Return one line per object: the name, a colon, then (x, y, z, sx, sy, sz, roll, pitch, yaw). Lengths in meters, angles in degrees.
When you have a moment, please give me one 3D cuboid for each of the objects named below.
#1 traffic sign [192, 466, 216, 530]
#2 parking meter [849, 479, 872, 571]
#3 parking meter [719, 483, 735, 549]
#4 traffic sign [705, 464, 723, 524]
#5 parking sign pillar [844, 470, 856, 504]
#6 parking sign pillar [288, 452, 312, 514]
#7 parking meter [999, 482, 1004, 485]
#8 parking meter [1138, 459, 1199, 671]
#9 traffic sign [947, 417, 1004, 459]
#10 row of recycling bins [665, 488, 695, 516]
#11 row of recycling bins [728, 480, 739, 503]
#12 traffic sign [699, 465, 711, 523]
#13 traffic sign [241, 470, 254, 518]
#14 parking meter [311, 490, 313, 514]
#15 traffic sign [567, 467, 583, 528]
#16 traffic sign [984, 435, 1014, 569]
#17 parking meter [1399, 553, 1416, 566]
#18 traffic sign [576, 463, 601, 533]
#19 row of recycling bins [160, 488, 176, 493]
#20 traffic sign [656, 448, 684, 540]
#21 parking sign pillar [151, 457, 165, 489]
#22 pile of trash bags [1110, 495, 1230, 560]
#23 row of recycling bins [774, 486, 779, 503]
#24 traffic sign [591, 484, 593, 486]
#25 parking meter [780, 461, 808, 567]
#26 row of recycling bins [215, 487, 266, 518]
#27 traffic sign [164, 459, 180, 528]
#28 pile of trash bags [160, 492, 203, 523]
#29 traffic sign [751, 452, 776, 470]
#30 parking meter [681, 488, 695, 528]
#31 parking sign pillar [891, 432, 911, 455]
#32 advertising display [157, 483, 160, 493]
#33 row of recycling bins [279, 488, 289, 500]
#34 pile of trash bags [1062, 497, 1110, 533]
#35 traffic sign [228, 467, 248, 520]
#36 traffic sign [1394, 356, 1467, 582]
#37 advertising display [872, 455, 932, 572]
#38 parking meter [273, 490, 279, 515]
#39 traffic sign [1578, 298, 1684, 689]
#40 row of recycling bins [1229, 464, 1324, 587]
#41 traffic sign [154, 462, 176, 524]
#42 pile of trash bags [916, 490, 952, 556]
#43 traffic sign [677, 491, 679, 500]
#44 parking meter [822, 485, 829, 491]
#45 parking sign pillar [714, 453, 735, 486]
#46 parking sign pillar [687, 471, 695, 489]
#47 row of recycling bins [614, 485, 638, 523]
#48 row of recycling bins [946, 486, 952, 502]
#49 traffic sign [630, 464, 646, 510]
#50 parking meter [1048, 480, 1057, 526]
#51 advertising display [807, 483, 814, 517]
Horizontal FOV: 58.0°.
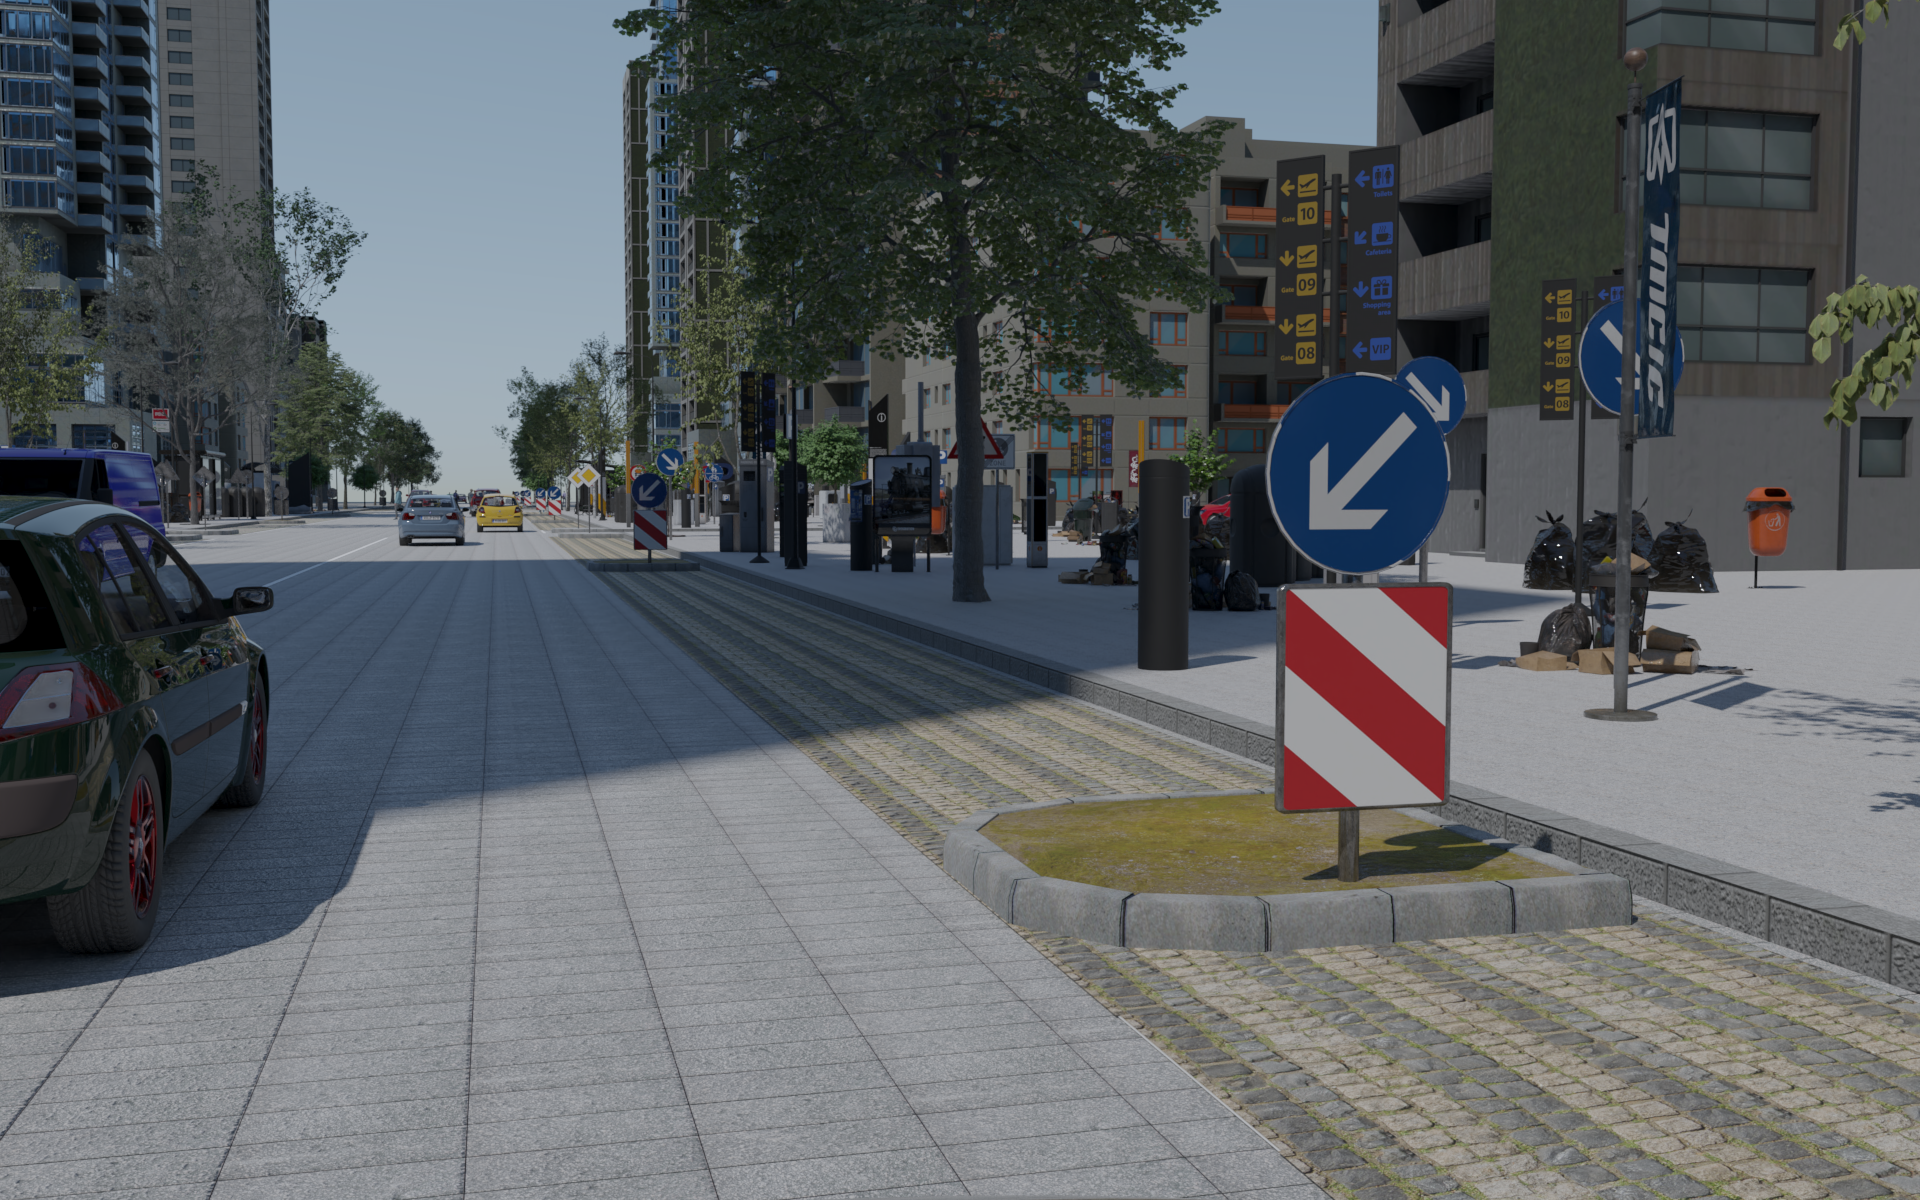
traffic sign: (-26.692, -3.521, 61.212, 0.795, 2.450, 0.064, -1, 4, -15)
parking meter: (-1.654, -1.259, 29.003, 0.372, 1.533, 0.369, 0, 3, 0)
parking meter: (-5.444, -1.963, 40.502, 0.372, 1.533, 0.369, 0, 3, 0)
traffic sign: (-10.400, -4.475, 73.276, 0.768, 2.556, 0.104, -1, 4, -9)
parking sign pillar: (-5.114, -5.655, 80.929, 1.447, 3.967, 1.447, -1, 4, -13)
parking sign pillar: (-42.228, -7.478, 110.735, 1.447, 3.967, 1.447, -1, 4, -12)
parking meter: (1.770, -4.288, 75.815, 0.399, 1.863, 0.255, 0, 4, -5)
parking meter: (1.493, -0.262, 12.699, 0.372, 1.533, 0.369, 0, 3, 0)
traffic sign: (0.230, -1.610, 26.333, 0.884, 2.594, 0.081, -1, 4, -12)
row of recycling bins: (-16.614, -5.726, 100.727, 3.534, 1.692, 1.069, 0, 4, -5)
row of recycling bins: (-6.776, -2.872, 54.071, 1.069, 1.692, 3.534, 0, 4, -4)
traffic sign: (-11.305, -4.722, 77.310, 0.768, 2.556, 0.104, -1, 4, -14)
traffic sign: (-37.419, -5.553, 90.892, 0.768, 2.556, 0.104, 0, 4, -5)
parking meter: (-42.539, -6.416, 113.318, 0.372, 1.533, 0.369, 0, 3, 0)
traffic sign: (-14.228, -3.723, 64.510, 0.795, 2.450, 0.064, -1, 4, -15)
traffic sign: (0.632, -1.668, 29.394, 0.606, 2.300, 0.079, -1, 4, -12)
parking meter: (7.987, -1.558, 31.179, 0.399, 1.863, 0.255, 3, 5, 44)
traffic sign: (-12.166, -3.251, 56.795, 0.795, 2.450, 0.064, -1, 4, -15)
row of recycling bins: (-53.232, -6.814, 118.528, 1.069, 1.692, 3.534, 2, 4, 29)
traffic sign: (-8.039, -2.934, 48.082, 0.768, 2.556, 0.104, -1, 4, -13)
parking sign pillar: (-57.592, -8.327, 124.619, 1.447, 3.967, 1.447, 2, 4, 27)
pile of trash bags: (4.973, -1.489, 34.102, 3.447, 1.369, 1.912, -1, 4, -21)
row of recycling bins: (-10.385, -5.086, 90.270, 1.069, 1.692, 3.534, -2, 4, -35)
traffic sign: (-24.311, -7.047, 115.224, 0.884, 2.594, 0.081, 0, 4, -7)
parking meter: (-2.906, -1.529, 30.704, 0.255, 1.863, 0.399, 3, 4, 38)
row of recycling bins: (-39.829, -5.424, 95.791, 1.069, 1.692, 3.534, 1, 4, 21)
traffic sign: (-29.680, -3.966, 64.848, 0.884, 2.594, 0.081, 0, 4, -8)
pile of trash bags: (-35.284, -4.143, 77.483, 1.912, 1.369, 3.447, 1, 4, 19)
traffic sign: (-5.751, -3.091, 50.647, 0.768, 2.556, 0.104, 0, 4, -8)
parking meter: (-10.343, -3.486, 65.405, 0.372, 1.533, 0.369, 0, 3, 0)
parking sign pillar: (-2.554, -5.252, 74.341, 1.447, 3.967, 1.447, 1, 4, 21)
advertising display: (-40.099, -4.925, 85.744, 0.974, 1.923, 0.123, 0, 4, -2)
row of recycling bins: (-49.132, -7.256, 125.746, 3.534, 1.692, 1.069, -2, 4, -34)
pile of trash bags: (5.178, -2.913, 57.372, 3.447, 1.369, 1.912, -1, 4, -15)
traffic sign: (-35.074, -5.148, 84.167, 0.884, 2.594, 0.081, -1, 4, -14)
traffic sign: (4.319, -0.978, 16.100, 0.768, 2.556, 0.104, -1, 4, -12)
advertising display: (-0.945, -1.420, 28.427, 0.974, 1.923, 0.123, 0, 3, 0)
parking meter: (-42.615, -6.089, 107.969, 0.372, 1.533, 0.369, 0, 3, 0)
traffic sign: (4.348, -0.687, 11.334, 0.768, 2.556, 0.104, -1, 4, -13)
row of recycling bins: (4.650, -1.116, 25.368, 1.069, 1.692, 3.534, 1, 4, 22)
traffic sign: (-24.630, -3.049, 53.497, 0.795, 2.450, 0.064, -1, 4, -15)
pile of trash bags: (-0.175, -1.700, 37.550, 1.912, 1.369, 3.447, 1, 4, 12)
traffic sign: (-14.857, -5.571, 91.195, 0.768, 2.556, 0.104, -1, 4, -11)
parking meter: (-8.075, -6.015, 104.049, 0.399, 1.863, 0.255, -3, 5, -40)
parking sign pillar: (-14.866, -7.391, 109.307, 1.447, 3.967, 1.447, -3, 4, -36)
parking sign pillar: (-19.677, -8.515, 127.690, 1.447, 3.967, 1.447, 1, 4, 16)
row of recycling bins: (-15.088, -4.348, 78.204, 1.069, 1.692, 3.534, -1, 4, -16)
row of recycling bins: (-1.456, -4.994, 88.772, 1.069, 1.692, 3.534, -2, 4, -32)
traffic sign: (-13.843, -4.553, 74.554, 0.768, 2.556, 0.104, -1, 4, -13)
parking meter: (3.632, -3.864, 68.888, 0.399, 1.863, 0.255, -1, 4, -12)
advertising display: (-8.465, -5.485, 94.890, 0.974, 1.923, 0.123, -1, 4, -12)
